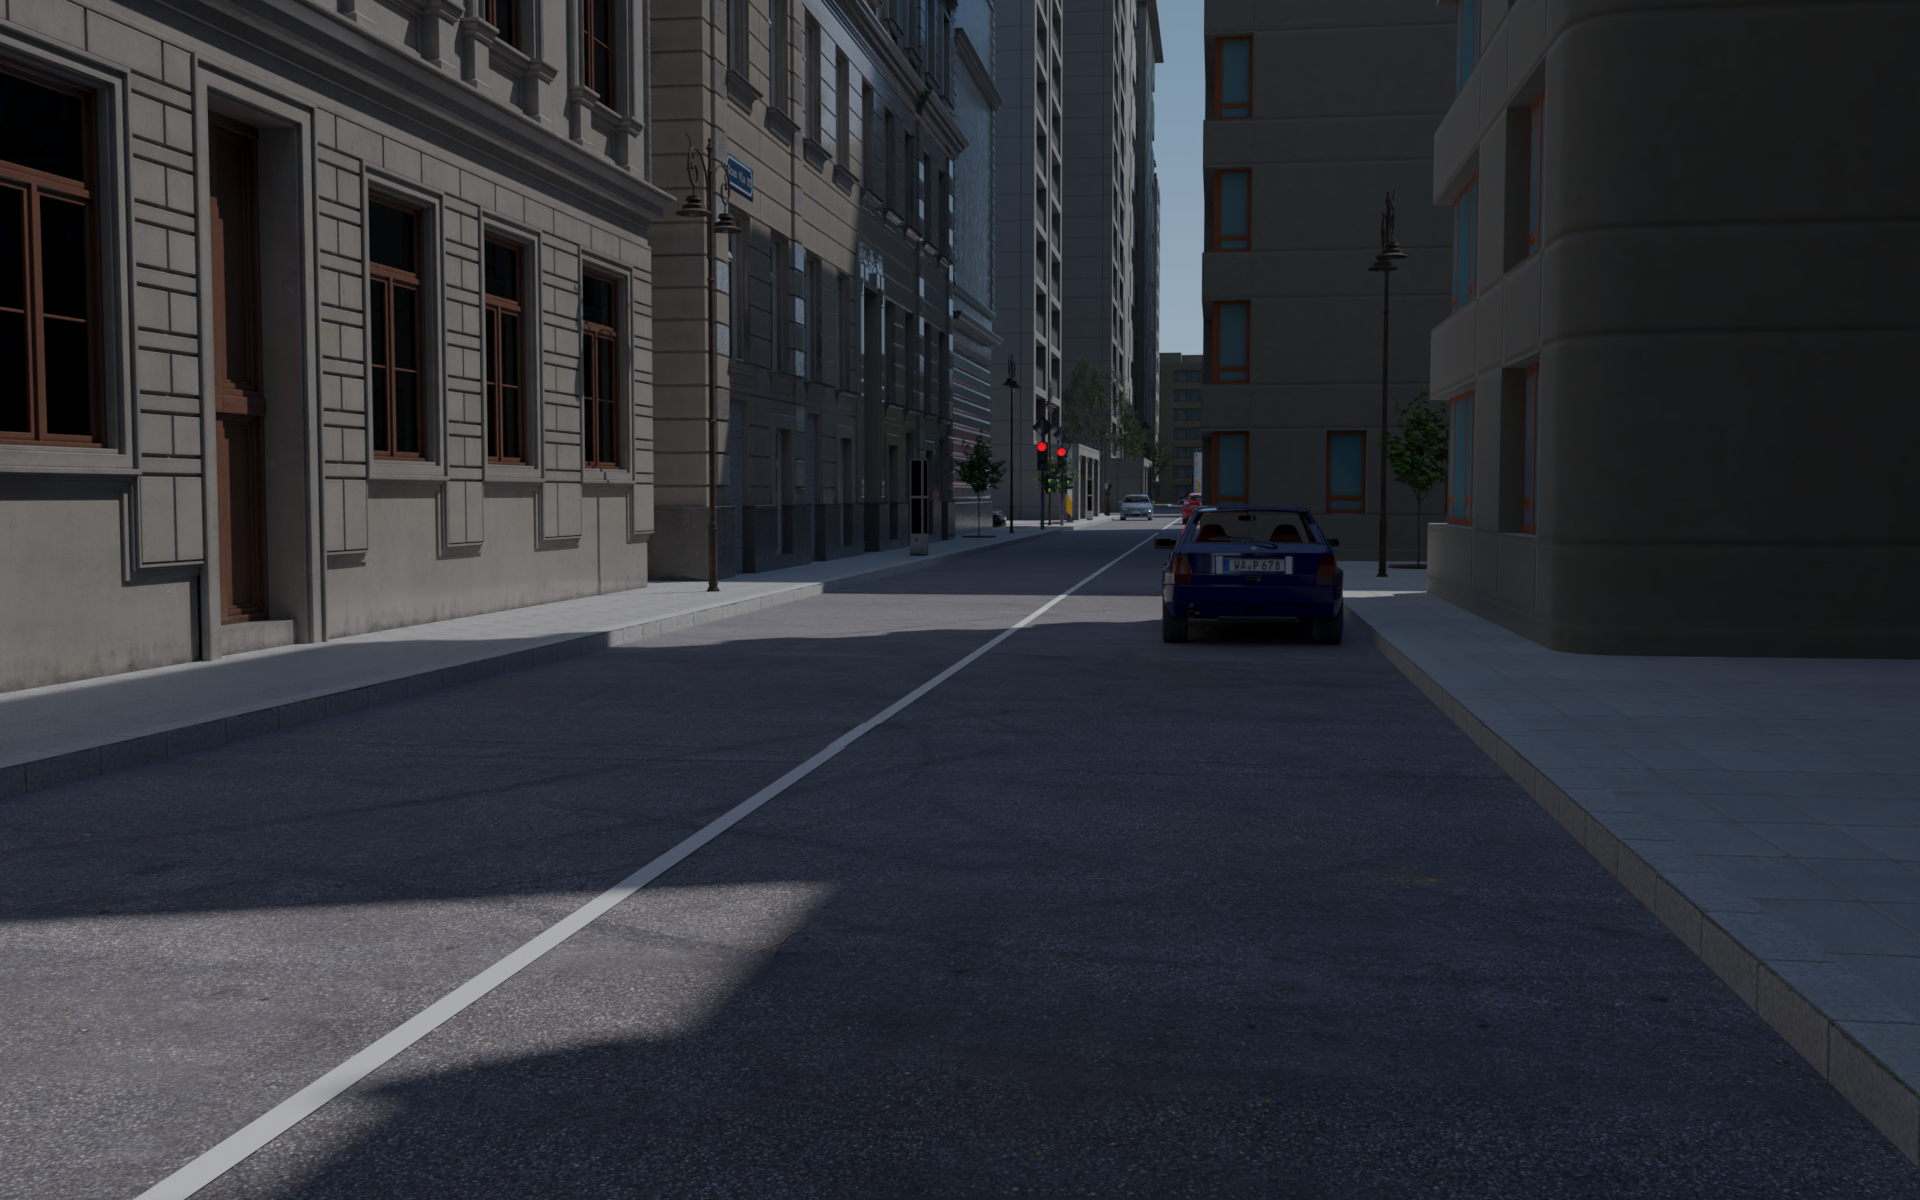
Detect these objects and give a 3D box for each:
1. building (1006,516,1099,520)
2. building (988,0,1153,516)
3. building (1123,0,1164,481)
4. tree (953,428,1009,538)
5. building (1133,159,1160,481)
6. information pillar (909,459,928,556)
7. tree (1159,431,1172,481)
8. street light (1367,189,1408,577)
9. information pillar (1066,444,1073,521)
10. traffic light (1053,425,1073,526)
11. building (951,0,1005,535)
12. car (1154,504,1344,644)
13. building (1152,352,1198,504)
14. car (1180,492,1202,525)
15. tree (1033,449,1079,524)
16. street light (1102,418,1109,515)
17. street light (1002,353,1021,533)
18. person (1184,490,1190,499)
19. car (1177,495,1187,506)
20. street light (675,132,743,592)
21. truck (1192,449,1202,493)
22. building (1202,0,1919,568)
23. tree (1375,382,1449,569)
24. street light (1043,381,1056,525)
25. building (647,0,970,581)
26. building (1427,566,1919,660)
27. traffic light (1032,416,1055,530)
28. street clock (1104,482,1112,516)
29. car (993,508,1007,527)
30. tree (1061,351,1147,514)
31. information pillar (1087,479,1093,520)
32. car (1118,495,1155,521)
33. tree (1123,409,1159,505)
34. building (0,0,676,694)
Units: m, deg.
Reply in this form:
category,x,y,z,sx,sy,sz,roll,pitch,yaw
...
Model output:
category,x,y,z,sx,sy,sz,roll,pitch,yaw
building,-2.798,-40.102,93.919,20.563,71.187,20.611,1,4,8
building,3.832,-42.100,126.586,20.563,71.187,20.611,1,4,8
building,7.029,-36.549,186.813,28.713,52.752,27.495,1,4,8
tree,0.683,-3.454,51.070,1.663,3.219,1.824,0,3,0
building,17.573,-32.434,213.887,14.086,41.232,14.154,1,4,8
information pillar,-0.853,-1.929,36.026,0.304,2.012,0.304,1,4,21
tree,22.729,-15.438,202.770,4.737,8.622,4.395,0,3,0
street light,6.538,-3.293,26.634,0.468,5.910,1.993,1,4,8
information pillar,5.093,-5.471,80.797,0.183,3.616,0.504,2,4,32
traffic light,4.164,-4.982,70.383,0.839,4.253,0.868,1,4,8
building,-8.658,-14.057,58.717,19.941,23.489,11.050,1,4,8
car,2.976,-0.328,17.945,1.945,1.354,3.894,0,4,8
building,19.759,-24.339,242.977,28.899,21.520,27.650,1,4,8
car,11.558,-4.509,82.768,2.155,1.783,4.494,1,4,9
tree,3.994,-4.842,73.776,1.663,3.219,1.824,0,3,0
street light,8.808,-8.079,104.883,0.468,5.910,1.993,1,4,8
street light,1.698,-5.144,56.892,0.468,5.910,1.993,1,4,8
person,26.817,-11.929,203.166,0.705,1.869,1.348,-3,5,-43
car,27.986,-12.426,215.738,1.945,1.354,3.894,0,4,7
street light,-3.251,-3.049,22.641,0.468,5.910,1.993,1,4,8
truck,16.455,-7.553,112.405,2.839,4.237,11.283,0,4,8
building,20.420,-12.237,45.110,27.650,21.520,28.899,1,4,8
tree,8.083,-2.160,29.924,1.663,3.219,1.824,0,3,0
street light,3.669,-5.989,70.703,0.468,5.910,1.993,1,4,8
building,-7.480,-14.687,37.389,12.463,27.353,25.104,1,4,8
building,17.670,-9.827,5.708,27.650,21.520,28.899,1,4,8
traffic light,2.995,-4.499,62.483,0.839,4.253,0.868,1,4,8
street clock,8.637,-5.901,101.059,0.358,2.002,0.471,-2,4,-25
car,-0.281,-3.541,67.680,4.222,1.686,2.009,1,4,8
tree,8.751,-10.929,113.102,7.601,10.594,8.767,1,4,12
information pillar,6.329,-4.888,84.409,0.304,2.012,0.304,0,4,8
car,9.708,-5.082,95.085,2.014,1.417,4.499,0,4,7
tree,13.743,-11.733,142.198,4.737,8.622,4.395,0,3,0
building,-10.613,-10.890,14.209,11.583,22.565,21.152,1,4,8
